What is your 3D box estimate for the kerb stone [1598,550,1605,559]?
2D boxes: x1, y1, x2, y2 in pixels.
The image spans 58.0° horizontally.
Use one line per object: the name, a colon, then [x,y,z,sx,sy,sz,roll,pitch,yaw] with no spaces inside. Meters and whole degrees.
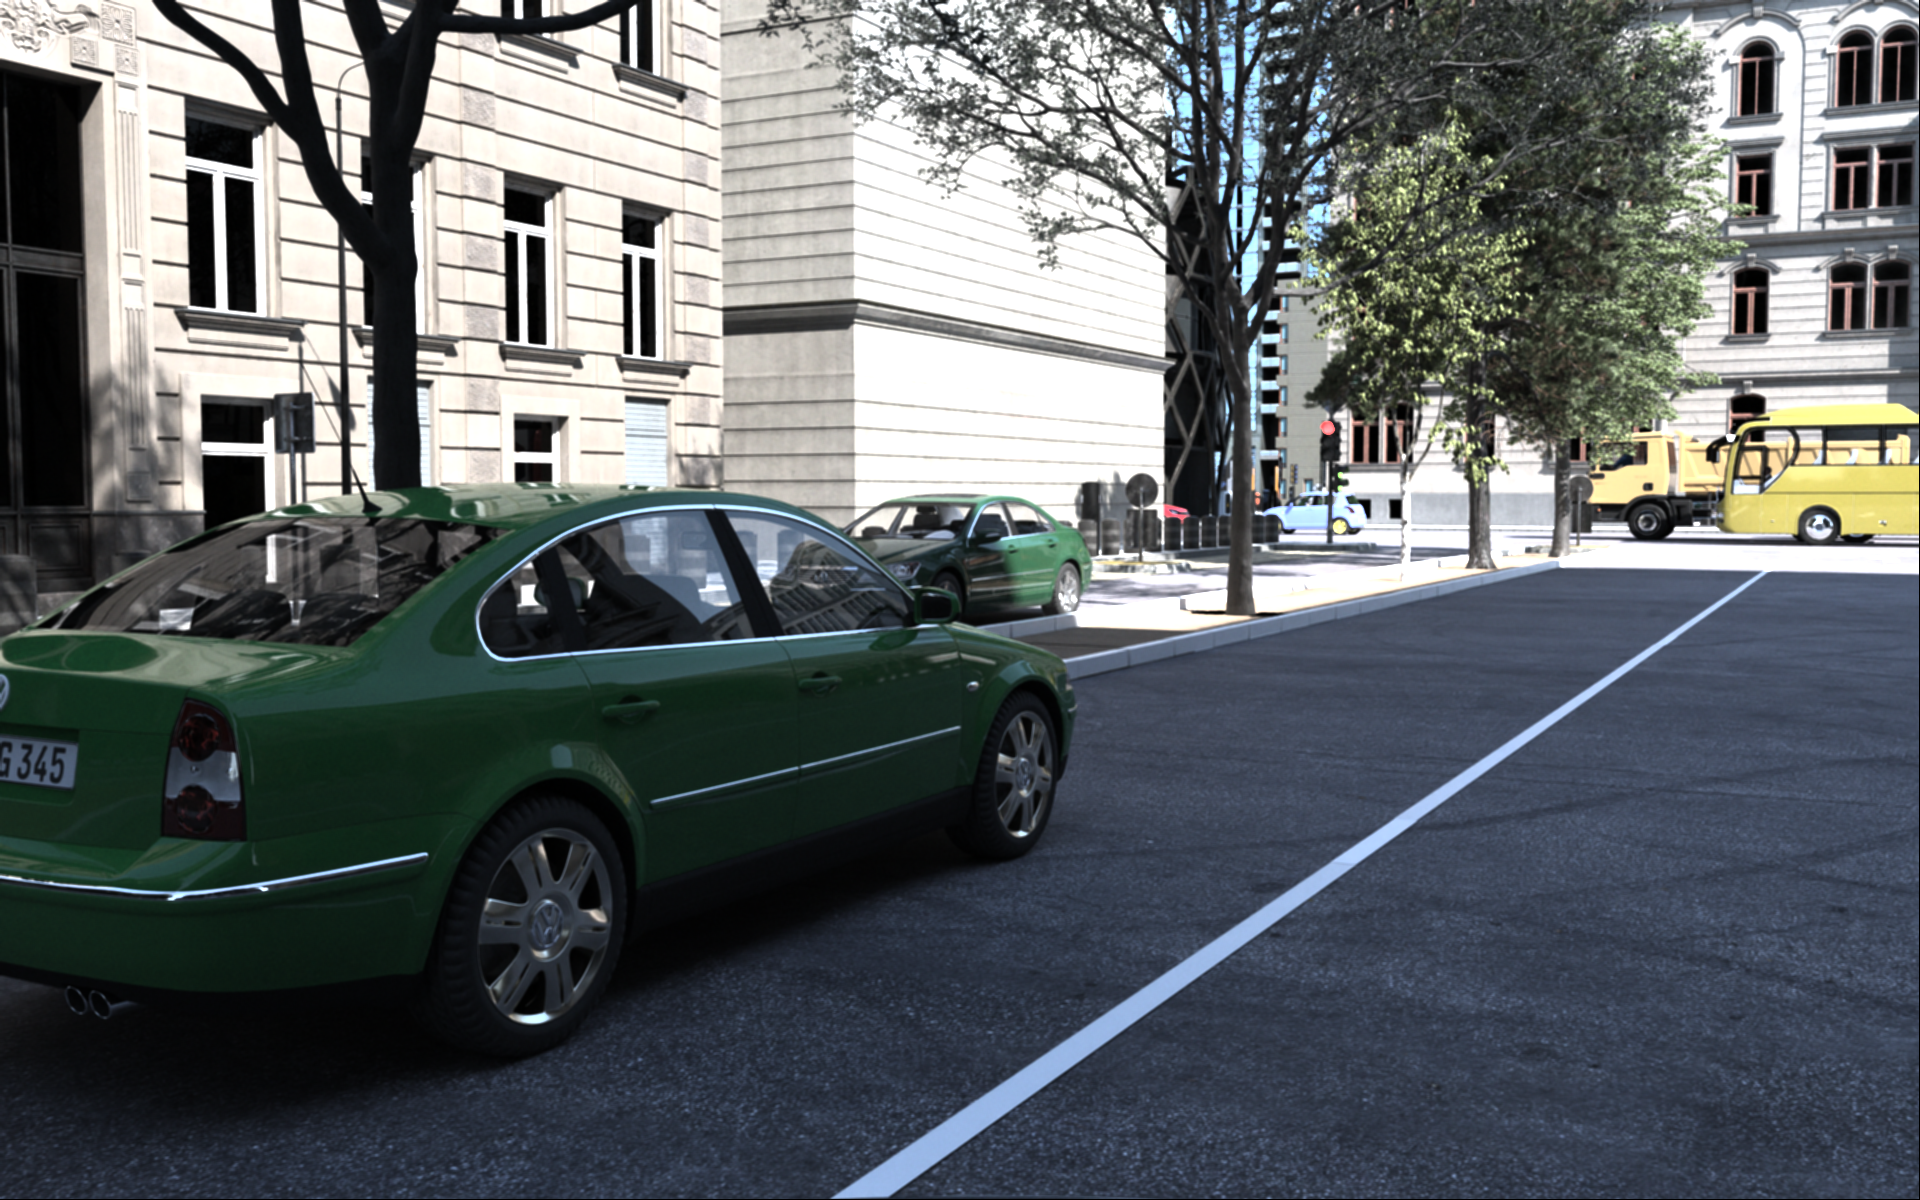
kerb stone: [14.120,-0.994,38.448,0.120,0.150,1.000,2,4,28]

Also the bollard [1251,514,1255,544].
bollard: [7.098,-1.768,43.622,0.404,0.777,0.398,0,3,0]

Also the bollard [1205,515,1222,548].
bollard: [5.965,-1.637,41.487,0.404,0.777,0.398,0,3,0]

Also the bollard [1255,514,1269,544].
bollard: [7.659,-1.833,44.689,0.404,0.777,0.398,0,3,0]

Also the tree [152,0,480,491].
tree: [-2.901,-5.846,8.409,12.009,13.543,11.850,0,3,0]

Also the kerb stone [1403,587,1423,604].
kerb stone: [5.932,-0.047,23.001,0.120,0.150,1.000,2,4,28]

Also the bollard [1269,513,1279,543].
bollard: [8.231,-1.899,45.758,0.404,0.777,0.398,0,3,0]

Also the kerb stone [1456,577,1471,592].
kerb stone: [7.379,-0.215,25.719,0.120,0.150,1.000,2,4,28]

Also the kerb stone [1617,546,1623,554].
kerb stone: [15.564,-1.158,41.165,0.120,0.150,1.000,2,4,28]

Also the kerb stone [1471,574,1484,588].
kerb stone: [7.858,-0.271,26.635,0.120,0.150,1.000,2,4,28]

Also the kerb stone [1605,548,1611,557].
kerb stone: [14.605,-1.049,39.351,0.120,0.150,1.000,2,4,28]

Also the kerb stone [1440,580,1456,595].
kerb stone: [6.901,-0.159,24.812,0.120,0.150,1.000,2,4,28]

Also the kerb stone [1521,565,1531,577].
kerb stone: [9.788,-0.494,30.274,0.120,0.150,1.000,2,4,28]

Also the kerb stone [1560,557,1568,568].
kerb stone: [11.716,-0.716,33.899,0.120,0.150,1.000,2,4,28]

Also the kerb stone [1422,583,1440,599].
kerb stone: [6.414,-0.105,23.906,0.120,0.150,1.000,2,4,28]

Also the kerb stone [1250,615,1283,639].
kerb stone: [3.040,0.285,17.543,0.120,0.150,1.000,2,4,28]

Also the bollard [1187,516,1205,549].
bollard: [5.399,-1.571,40.409,0.404,0.777,0.398,0,3,0]

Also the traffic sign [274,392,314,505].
traffic sign: [-6.765,-0.946,17.593,0.606,2.300,0.079,2,4,32]

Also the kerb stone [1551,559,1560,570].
kerb stone: [11.231,-0.659,32.996,0.120,0.150,1.000,2,4,28]

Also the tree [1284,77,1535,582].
tree: [7.115,-4.568,27.512,4.737,8.622,4.395,0,3,0]

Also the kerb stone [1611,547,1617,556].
kerb stone: [15.083,-1.105,40.258,0.120,0.150,1.000,2,4,28]

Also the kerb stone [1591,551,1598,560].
kerb stone: [13.641,-0.936,37.541,0.120,0.150,1.000,2,4,28]

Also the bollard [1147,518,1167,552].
bollard: [4.268,-1.442,38.288,0.404,0.777,0.398,0,3,0]

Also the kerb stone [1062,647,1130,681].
kerb stone: [1.101,0.514,13.906,0.120,0.150,1.000,2,4,28]

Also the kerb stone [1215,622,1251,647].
kerb stone: [2.556,0.340,16.639,0.120,0.150,1.000,2,4,28]

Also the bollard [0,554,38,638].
bollard: [-8.150,-0.009,14.871,0.404,0.777,0.398,0,3,0]

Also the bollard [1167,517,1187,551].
bollard: [4.831,-1.507,39.350,0.404,0.777,0.398,0,3,0]

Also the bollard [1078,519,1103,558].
bollard: [2.577,-1.247,35.097,0.404,0.777,0.398,0,3,0]

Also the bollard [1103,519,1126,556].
bollard: [3.141,-1.311,36.159,0.404,0.777,0.398,0,3,0]

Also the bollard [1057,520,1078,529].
bollard: [2.012,-1.182,34.036,0.404,0.777,0.398,0,3,0]

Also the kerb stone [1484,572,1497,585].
kerb stone: [8.345,-0.327,27.541,0.120,0.150,1.000,2,4,28]

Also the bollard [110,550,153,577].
bollard: [-7.587,-0.074,15.934,0.404,0.777,0.398,0,3,0]

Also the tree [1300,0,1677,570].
tree: [9.802,-6.610,32.588,6.751,12.117,7.091,0,3,0]

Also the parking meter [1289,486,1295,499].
parking meter: [24.709,-7.535,128.913,0.255,1.863,0.399,-2,4,-33]

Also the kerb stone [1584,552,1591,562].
kerb stone: [13.164,-0.883,36.633,0.120,0.150,1.000,2,4,28]

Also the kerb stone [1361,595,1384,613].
kerb stone: [4.971,0.062,21.176,0.120,0.150,1.000,2,4,28]

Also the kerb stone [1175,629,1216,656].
kerb stone: [2.077,0.396,15.729,0.120,0.150,1.000,2,4,28]

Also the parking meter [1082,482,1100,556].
parking meter: [2.690,-1.669,35.694,0.372,1.533,0.369,0,3,0]

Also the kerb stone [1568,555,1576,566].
kerb stone: [12.194,-0.768,34.806,0.120,0.150,1.000,2,4,28]

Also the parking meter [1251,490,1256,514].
parking meter: [18.589,-6.214,110.003,0.372,1.533,0.369,0,3,0]

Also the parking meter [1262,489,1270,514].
parking meter: [16.217,-5.100,91.796,0.372,1.533,0.369,0,3,0]

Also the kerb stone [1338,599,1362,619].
kerb stone: [4.488,0.118,20.269,0.120,0.150,1.000,2,4,28]

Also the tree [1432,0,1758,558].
tree: [13.527,-7.228,38.757,7.486,12.596,7.792,0,3,0]

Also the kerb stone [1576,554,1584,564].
kerb stone: [12.671,-0.827,35.721,0.120,0.150,1.000,2,4,28]

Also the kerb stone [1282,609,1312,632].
kerb stone: [3.520,0.229,18.453,0.120,0.150,1.000,2,4,28]

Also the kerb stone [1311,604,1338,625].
kerb stone: [3.998,0.173,19.361,0.120,0.150,1.000,2,4,28]

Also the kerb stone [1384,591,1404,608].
kerb stone: [5.452,0.013,22.083,0.120,0.150,1.000,2,4,28]

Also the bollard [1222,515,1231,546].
bollard: [6.533,-1.703,42.559,0.404,0.777,0.398,0,3,0]

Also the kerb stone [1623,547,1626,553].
kerb stone: [16.042,-1.211,42.072,0.120,0.150,1.000,2,4,28]

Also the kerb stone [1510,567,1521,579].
kerb stone: [9.307,-0.439,29.368,0.120,0.150,1.000,2,4,28]

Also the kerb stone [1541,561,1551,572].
kerb stone: [10.752,-0.603,32.089,0.120,0.150,1.000,2,4,28]

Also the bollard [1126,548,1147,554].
bollard: [3.708,-1.377,37.224,0.404,0.777,0.398,0,3,0]

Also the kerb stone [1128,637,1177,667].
kerb stone: [1.594,0.455,14.812,0.120,0.150,1.000,2,4,28]

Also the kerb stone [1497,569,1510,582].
kerb stone: [8.829,-0.379,28.454,0.120,0.150,1.000,2,4,28]

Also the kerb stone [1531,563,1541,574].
kerb stone: [10.272,-0.543,31.184,0.120,0.150,1.000,2,4,28]
